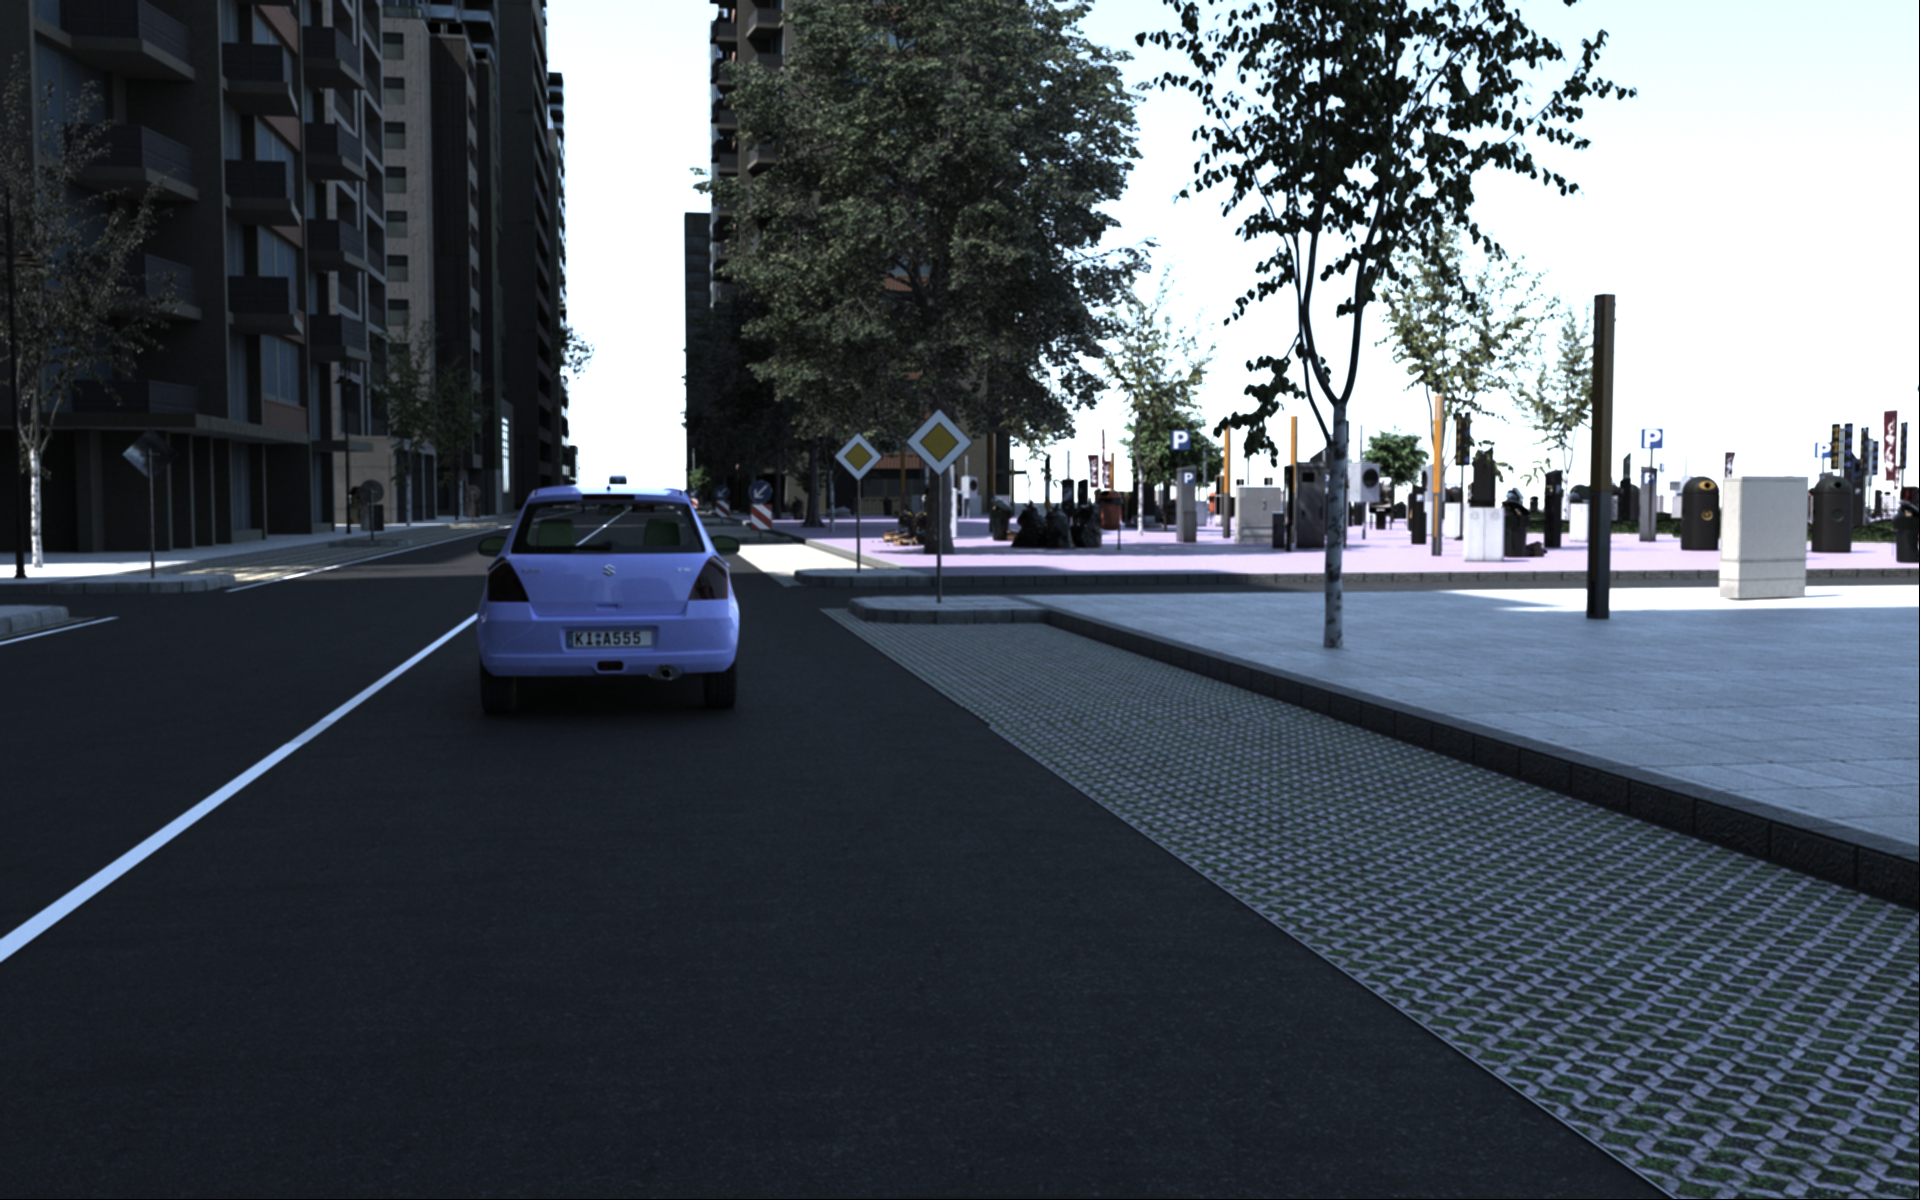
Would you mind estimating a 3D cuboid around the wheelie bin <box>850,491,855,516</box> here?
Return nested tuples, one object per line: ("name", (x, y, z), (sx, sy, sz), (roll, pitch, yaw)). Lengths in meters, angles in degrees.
("wheelie bin", (-6.650, -5.854, 103.613), (0.693, 1.594, 0.980), (0, 4, -6))

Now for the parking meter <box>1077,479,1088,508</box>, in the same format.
("parking meter", (4.743, -3.745, 66.935), (0.255, 1.863, 0.399), (-3, 5, -41))

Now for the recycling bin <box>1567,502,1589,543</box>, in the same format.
("recycling bin", (16.745, -2.053, 46.123), (0.722, 1.027, 0.722), (-1, 4, -15))

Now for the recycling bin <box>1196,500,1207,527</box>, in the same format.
("recycling bin", (9.307, -3.434, 68.701), (0.722, 1.027, 0.722), (-2, 4, -32))

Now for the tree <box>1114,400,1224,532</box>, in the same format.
("tree", (6.917, -4.596, 58.865), (4.285, 4.588, 4.351), (0, 3, 0))

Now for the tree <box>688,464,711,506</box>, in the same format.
("tree", (-27.991, -12.553, 188.947), (4.285, 4.588, 4.351), (0, 3, 0))

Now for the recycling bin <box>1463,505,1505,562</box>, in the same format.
("recycling bin", (9.958, -1.247, 32.938), (0.722, 1.027, 0.722), (1, 4, 14))

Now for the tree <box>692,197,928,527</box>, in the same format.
("tree", (-5.597, -9.176, 67.039), (9.611, 12.733, 9.660), (0, 3, 0))

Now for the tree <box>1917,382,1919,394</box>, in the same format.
("tree", (5.055, -3.414, 6.180), (4.737, 8.622, 4.395), (0, 3, 0))

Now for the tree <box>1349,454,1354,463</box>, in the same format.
("tree", (18.505, -5.384, 82.636), (1.663, 3.219, 1.824), (0, 3, 0))

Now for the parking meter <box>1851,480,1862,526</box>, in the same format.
("parking meter", (36.222, -3.933, 70.023), (0.399, 1.863, 0.255), (0, 4, 7))

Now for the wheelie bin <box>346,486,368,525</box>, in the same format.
("wheelie bin", (-25.075, -3.931, 72.173), (0.693, 1.594, 0.980), (1, 4, 16))

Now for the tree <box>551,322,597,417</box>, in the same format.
("tree", (-43.445, -19.455, 173.983), (12.611, 20.169, 13.585), (0, 3, 0))

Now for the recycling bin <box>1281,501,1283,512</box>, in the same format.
("recycling bin", (11.763, -3.185, 64.636), (0.722, 1.027, 0.722), (-3, 5, -43))

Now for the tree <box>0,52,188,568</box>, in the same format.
("tree", (-15.878, -4.872, 30.016), (4.360, 8.622, 3.978), (0, 3, 0))

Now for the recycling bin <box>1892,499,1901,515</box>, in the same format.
("recycling bin", (48.092, -4.638, 88.377), (0.722, 1.027, 0.722), (0, 4, 5))

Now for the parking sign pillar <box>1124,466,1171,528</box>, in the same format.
("parking sign pillar", (7.028, -4.757, 66.242), (1.447, 3.967, 1.447), (-1, 4, -16))

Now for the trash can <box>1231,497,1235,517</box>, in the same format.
("trash can", (15.023, -5.191, 96.522), (0.748, 1.137, 0.748), (0, 3, 0))

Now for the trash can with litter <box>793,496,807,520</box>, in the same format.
("trash can with litter", (-7.660, -4.488, 84.766), (1.055, 1.170, 0.624), (1, 4, 10))

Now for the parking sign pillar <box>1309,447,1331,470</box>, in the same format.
("parking sign pillar", (18.496, -6.108, 88.336), (1.447, 3.967, 1.447), (2, 4, 30))

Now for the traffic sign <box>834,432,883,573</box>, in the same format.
("traffic sign", (-1.656, -1.501, 28.188), (0.795, 2.450, 0.064), (-1, 4, -10))

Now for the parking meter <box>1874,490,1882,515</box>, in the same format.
("parking meter", (51.443, -5.420, 97.030), (0.372, 1.533, 0.369), (0, 3, 0))

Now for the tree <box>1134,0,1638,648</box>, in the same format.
("tree", (3.296, -3.919, 14.432), (4.737, 8.622, 4.395), (0, 3, 0))

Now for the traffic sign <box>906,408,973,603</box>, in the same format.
("traffic sign", (-0.248, -1.020, 20.328), (0.795, 2.450, 0.064), (-1, 4, -10))

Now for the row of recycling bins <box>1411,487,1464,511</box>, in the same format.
("row of recycling bins", (26.226, -5.402, 95.443), (3.534, 1.692, 1.069), (-2, 4, -27))

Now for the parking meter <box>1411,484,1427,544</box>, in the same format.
("parking meter", (11.724, -2.190, 44.220), (0.372, 1.533, 0.369), (0, 3, 0))

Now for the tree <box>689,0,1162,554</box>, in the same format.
("tree", (-0.563, -7.971, 36.974), (9.857, 13.997, 8.962), (0, 3, 0))

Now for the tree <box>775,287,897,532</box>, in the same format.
("tree", (-4.243, -6.580, 57.943), (4.360, 8.622, 3.978), (0, 3, 0))

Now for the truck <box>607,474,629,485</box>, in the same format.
("truck", (-47.900, -15.471, 242.703), (2.967, 4.110, 18.799), (-1, 4, -11))

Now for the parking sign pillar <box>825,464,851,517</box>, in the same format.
("parking sign pillar", (-6.788, -6.603, 96.439), (1.447, 3.967, 1.447), (-1, 4, -17))

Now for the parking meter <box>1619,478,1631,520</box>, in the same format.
("parking meter", (24.373, -3.534, 63.495), (0.255, 1.863, 0.399), (-1, 4, -11))

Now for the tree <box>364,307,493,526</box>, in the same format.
("tree", (-21.936, -7.270, 69.227), (4.737, 8.622, 4.395), (0, 3, 0))

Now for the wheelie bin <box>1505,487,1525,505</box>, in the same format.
("wheelie bin", (24.799, -4.255, 77.469), (0.693, 1.594, 0.980), (3, 4, 36))

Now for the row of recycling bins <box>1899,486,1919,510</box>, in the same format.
("row of recycling bins", (50.069, -5.147, 91.264), (1.069, 1.692, 3.534), (2, 4, 24))

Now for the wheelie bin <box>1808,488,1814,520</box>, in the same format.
("wheelie bin", (41.641, -4.683, 84.474), (0.980, 1.594, 0.693), (-3, 4, -38))

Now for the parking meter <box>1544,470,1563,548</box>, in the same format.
("parking meter", (14.226, -2.192, 41.548), (0.399, 1.863, 0.255), (-3, 4, -37))

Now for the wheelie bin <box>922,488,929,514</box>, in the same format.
("wheelie bin", (-1.379, -4.771, 85.918), (0.980, 1.594, 0.693), (-2, 4, -24))

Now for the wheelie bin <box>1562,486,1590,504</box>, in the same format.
("wheelie bin", (23.330, -3.491, 64.983), (0.980, 1.594, 0.693), (-1, 4, -16))

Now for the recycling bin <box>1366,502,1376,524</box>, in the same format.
("recycling bin", (17.944, -3.817, 74.958), (0.722, 1.027, 0.722), (2, 4, 26))

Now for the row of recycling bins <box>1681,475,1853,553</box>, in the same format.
("row of recycling bins", (18.017, -1.937, 38.782), (3.534, 1.692, 1.069), (2, 4, 33))

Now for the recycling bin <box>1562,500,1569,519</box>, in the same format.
("recycling bin", (27.457, -4.000, 77.957), (0.722, 1.027, 0.722), (2, 4, 30))

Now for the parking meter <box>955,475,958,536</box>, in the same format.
("parking meter", (-0.285, -2.862, 52.508), (0.399, 1.863, 0.255), (3, 5, 40))

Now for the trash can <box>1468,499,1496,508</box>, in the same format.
("trash can", (13.813, -2.092, 45.854), (0.748, 1.137, 0.748), (0, 3, 0))

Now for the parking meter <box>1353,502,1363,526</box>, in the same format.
("parking meter", (16.169, -3.786, 70.308), (0.372, 1.533, 0.369), (0, 3, 0))

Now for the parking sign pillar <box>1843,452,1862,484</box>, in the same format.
("parking sign pillar", (48.464, -6.453, 93.985), (1.447, 3.967, 1.447), (-2, 4, -34))

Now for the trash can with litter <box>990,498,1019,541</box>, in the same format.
("trash can with litter", (1.328, -2.200, 47.350), (1.055, 1.170, 0.624), (3, 5, 43))

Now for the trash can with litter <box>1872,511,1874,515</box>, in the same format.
("trash can with litter", (55.481, -5.685, 104.340), (1.055, 1.170, 0.624), (-2, 4, -29))

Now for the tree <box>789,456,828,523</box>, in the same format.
("tree", (-6.600, -5.063, 77.383), (1.663, 3.219, 1.824), (0, 3, 0))

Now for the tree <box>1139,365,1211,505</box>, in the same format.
("tree", (11.679, -8.987, 97.305), (4.360, 8.622, 3.978), (0, 3, 0))

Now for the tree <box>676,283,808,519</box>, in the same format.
("tree", (-9.164, -10.848, 87.742), (12.009, 13.543, 11.850), (0, 3, 0))

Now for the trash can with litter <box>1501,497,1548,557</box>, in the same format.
("trash can with litter", (11.447, -1.465, 35.335), (1.055, 1.170, 0.624), (-2, 4, -30))

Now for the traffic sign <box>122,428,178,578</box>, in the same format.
("traffic sign", (-12.285, -1.387, 26.313), (0.795, 2.450, 0.064), (-1, 4, -10))

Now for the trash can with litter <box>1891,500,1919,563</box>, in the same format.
("trash can with litter", (18.002, -1.280, 32.317), (1.055, 1.170, 0.624), (1, 4, 19))

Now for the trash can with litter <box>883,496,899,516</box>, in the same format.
("trash can with litter", (-3.997, -5.526, 101.734), (1.055, 1.170, 0.624), (-1, 4, -9))

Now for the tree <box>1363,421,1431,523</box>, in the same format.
("tree", (19.569, -5.776, 78.145), (4.285, 4.588, 4.351), (0, 3, 0))

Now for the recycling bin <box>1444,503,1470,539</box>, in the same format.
("recycling bin", (14.267, -2.252, 49.374), (0.722, 1.027, 0.722), (2, 4, 33))

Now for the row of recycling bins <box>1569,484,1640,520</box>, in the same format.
("row of recycling bins", (26.199, -3.876, 70.488), (1.069, 1.692, 3.534), (-2, 4, -25))

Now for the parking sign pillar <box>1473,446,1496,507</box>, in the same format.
("parking sign pillar", (29.766, -6.718, 98.312), (1.447, 3.967, 1.447), (-2, 4, -34))
